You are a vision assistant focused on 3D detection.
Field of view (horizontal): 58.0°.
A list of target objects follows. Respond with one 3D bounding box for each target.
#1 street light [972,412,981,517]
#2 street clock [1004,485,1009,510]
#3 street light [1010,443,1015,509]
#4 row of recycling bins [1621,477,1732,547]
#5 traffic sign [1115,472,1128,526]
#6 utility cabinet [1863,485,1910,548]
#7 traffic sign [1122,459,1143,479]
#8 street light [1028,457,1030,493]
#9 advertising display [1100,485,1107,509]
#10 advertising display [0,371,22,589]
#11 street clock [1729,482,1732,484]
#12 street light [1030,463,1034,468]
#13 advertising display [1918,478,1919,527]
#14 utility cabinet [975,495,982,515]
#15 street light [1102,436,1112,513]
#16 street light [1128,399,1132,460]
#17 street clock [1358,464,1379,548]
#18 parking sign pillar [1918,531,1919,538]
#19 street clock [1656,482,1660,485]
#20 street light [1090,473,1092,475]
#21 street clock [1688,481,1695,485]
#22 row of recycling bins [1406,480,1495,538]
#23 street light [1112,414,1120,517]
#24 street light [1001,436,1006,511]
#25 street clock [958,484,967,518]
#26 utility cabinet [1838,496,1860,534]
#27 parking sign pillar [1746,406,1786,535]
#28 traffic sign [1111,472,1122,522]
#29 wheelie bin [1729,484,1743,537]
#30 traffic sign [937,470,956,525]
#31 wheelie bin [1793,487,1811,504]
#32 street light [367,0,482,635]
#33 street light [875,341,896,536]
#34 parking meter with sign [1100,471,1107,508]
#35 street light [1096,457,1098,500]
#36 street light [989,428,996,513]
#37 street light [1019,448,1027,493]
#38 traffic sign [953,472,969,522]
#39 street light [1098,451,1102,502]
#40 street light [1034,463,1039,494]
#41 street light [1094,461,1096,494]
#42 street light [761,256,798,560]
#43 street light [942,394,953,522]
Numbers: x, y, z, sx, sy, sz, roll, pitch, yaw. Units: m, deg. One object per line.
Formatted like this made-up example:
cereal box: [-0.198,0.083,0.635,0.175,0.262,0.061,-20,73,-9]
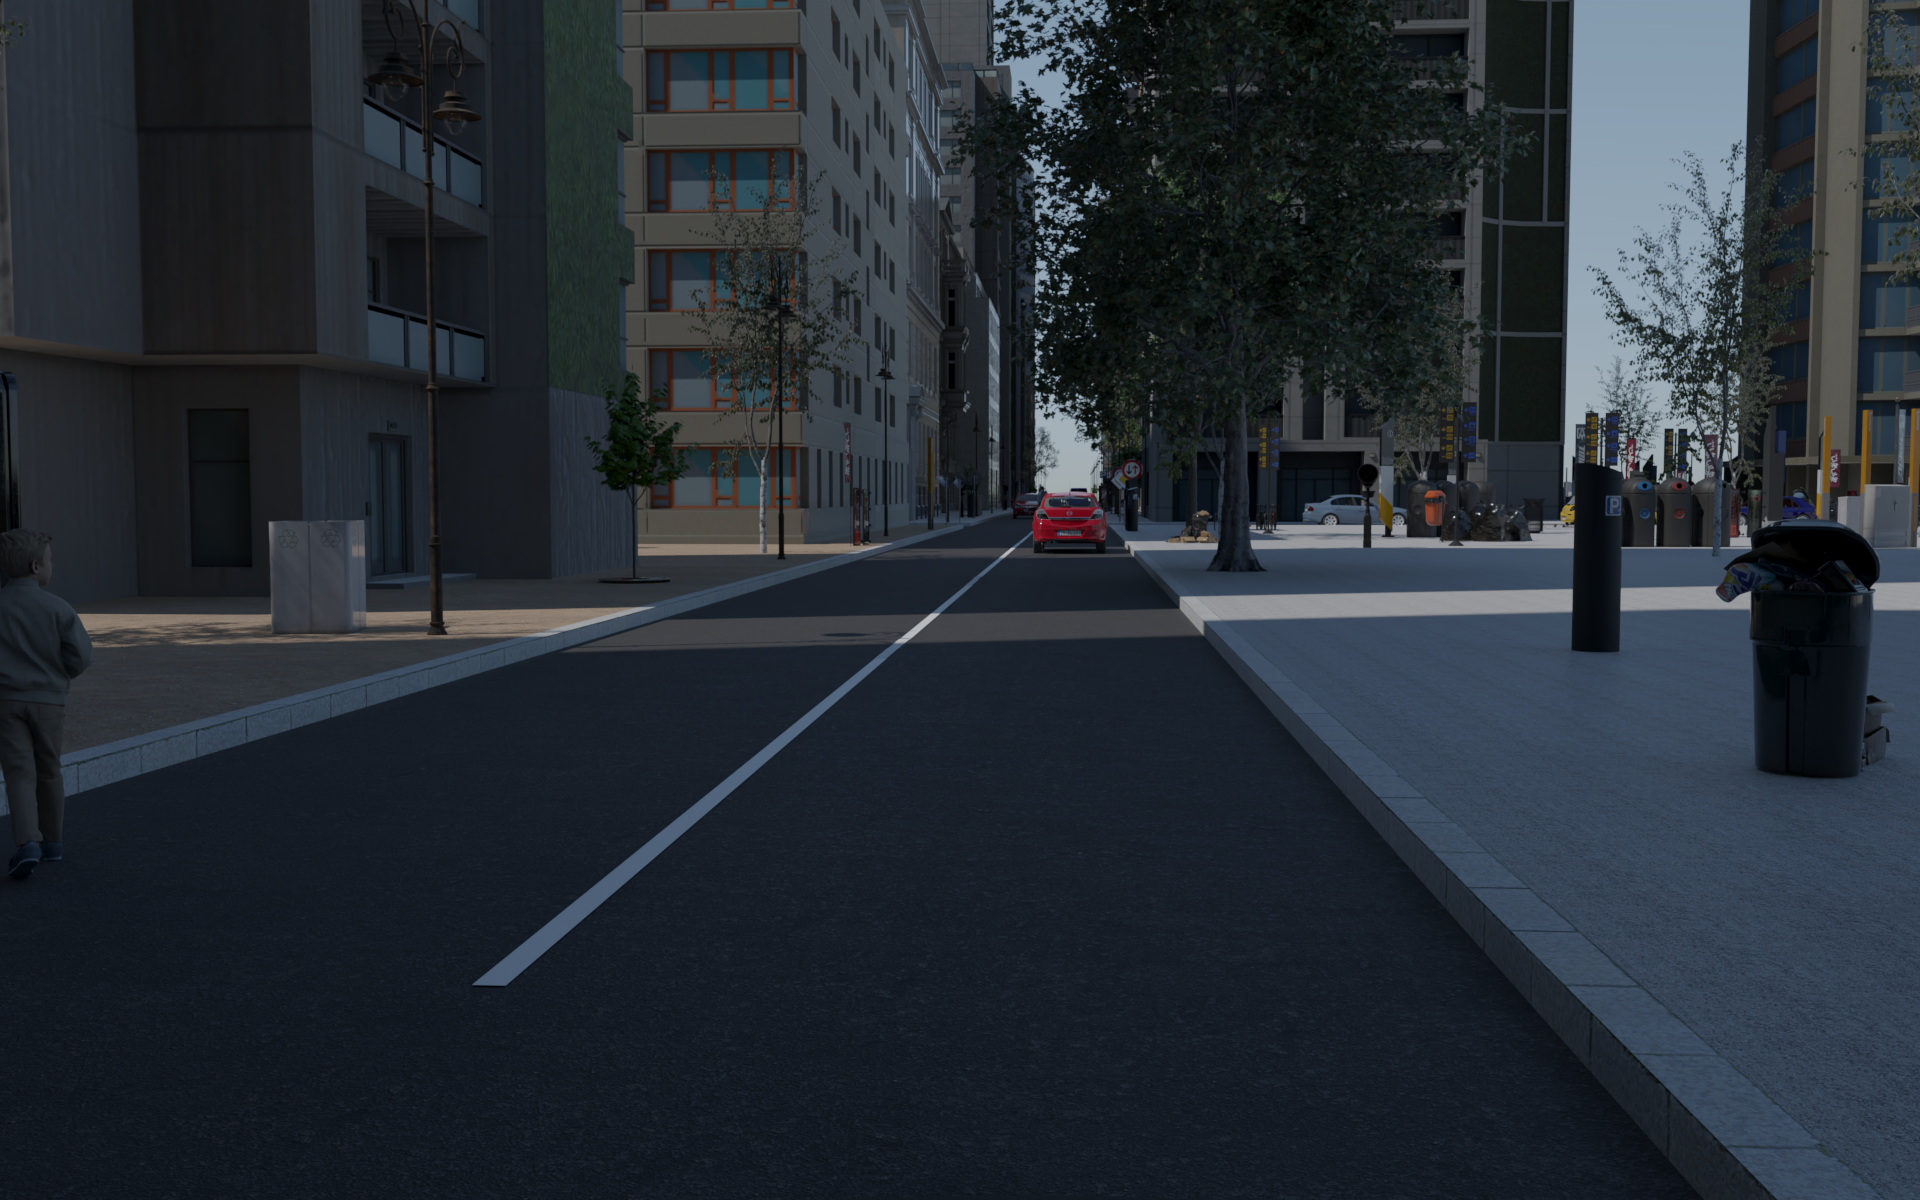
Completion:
street light: [0.928,-7.641,97.726,0.468,5.910,1.993,0,4,4]
street clock: [3.662,-8.228,139.098,0.358,2.002,0.471,-3,5,-41]
street light: [4.729,-11.169,155.394,0.468,5.910,1.993,0,4,4]
row of recycling bins: [16.850,-2.132,41.979,3.534,1.692,1.069,0,4,-3]
traffic sign: [6.674,-4.079,70.332,0.795,2.450,0.064,0,4,4]
utility cabinet: [21.713,-1.950,40.564,1.173,1.500,0.318,-2,4,-25]
traffic sign: [6.307,-3.880,63.536,0.768,2.556,0.104,0,4,4]
street light: [7.250,-13.408,192.005,0.468,5.910,1.993,0,4,4]
advertising display: [10.447,-7.400,126.203,0.123,1.923,0.974,2,4,28]
advertising display: [-5.329,-0.252,9.330,0.974,1.923,0.123,3,4,38]
street clock: [46.870,-6.150,105.119,0.471,2.002,0.358,1,4,11]
street light: [8.497,-14.576,211.099,0.468,5.910,1.993,0,4,4]
advertising display: [37.886,-3.864,68.396,0.123,1.923,0.974,2,4,32]
utility cabinet: [1.017,-5.824,106.390,0.306,1.237,1.020,-2,4,-26]
street light: [11.529,-9.901,134.663,0.468,5.910,1.993,0,4,4]
street light: [7.748,-6.525,79.479,0.468,5.910,1.993,0,4,4]
street clock: [9.728,-2.247,41.316,0.471,2.002,0.358,1,4,18]
parking sign pillar: [28.962,-3.809,50.741,1.447,3.967,1.447,-1,4,-16]
street clock: [42.183,-6.125,104.715,0.358,2.002,0.471,2,4,26]
street light: [18.591,-16.292,239.157,0.468,5.910,1.993,0,4,4]
street clock: [39.802,-5.496,94.433,0.471,2.002,0.358,1,4,21]
row of recycling bins: [14.801,-2.743,51.969,3.534,1.692,1.069,-2,4,-35]
street light: [8.982,-7.638,97.669,0.468,5.910,1.993,0,4,4]
street light: [3.347,-9.876,134.259,0.468,5.910,1.993,0,4,4]
street clock: [0.105,-5.519,94.813,0.471,2.002,0.358,1,4,15]
utility cabinet: [24.301,-2.198,47.097,1.020,1.237,0.306,-2,4,-29]
parking sign pillar: [25.189,-3.986,53.638,1.447,3.967,1.447,1,4,17]
traffic sign: [7.218,-4.566,78.299,0.795,2.450,0.064,0,4,4]
wheelie bin: [23.095,-2.697,52.011,0.693,1.594,0.980,1,4,16]
traffic sign: [-0.552,-4.110,70.844,0.795,2.450,0.064,0,4,4]
wheelie bin: [37.059,-4.183,76.303,0.693,1.594,0.980,1,4,20]
street light: [-4.767,-2.619,15.615,0.468,5.910,1.993,0,4,4]
street light: [-2.249,-4.880,52.568,0.468,5.910,1.993,0,4,4]
parking meter with sign: [10.932,-8.277,131.594,0.543,3.016,1.738,0,4,7]
street light: [14.163,-12.274,173.474,0.468,5.910,1.993,0,4,4]
street light: [2.141,-8.763,116.067,0.468,5.910,1.993,0,4,4]
street light: [6.162,-12.295,173.804,0.468,5.910,1.993,0,4,4]
traffic sign: [-0.008,-4.597,78.810,0.795,2.450,0.064,0,4,4]
street light: [12.866,-11.148,155.065,0.468,5.910,1.993,0,4,4]
street light: [9.816,-15.688,229.283,0.468,5.910,1.993,0,4,4]
street light: [15.421,-13.423,192.247,0.468,5.910,1.993,0,4,4]
street light: [-3.502,-3.732,33.804,0.468,5.910,1.993,0,4,4]
street light: [-0.548,-6.497,79.019,0.468,5.910,1.993,0,4,4]
